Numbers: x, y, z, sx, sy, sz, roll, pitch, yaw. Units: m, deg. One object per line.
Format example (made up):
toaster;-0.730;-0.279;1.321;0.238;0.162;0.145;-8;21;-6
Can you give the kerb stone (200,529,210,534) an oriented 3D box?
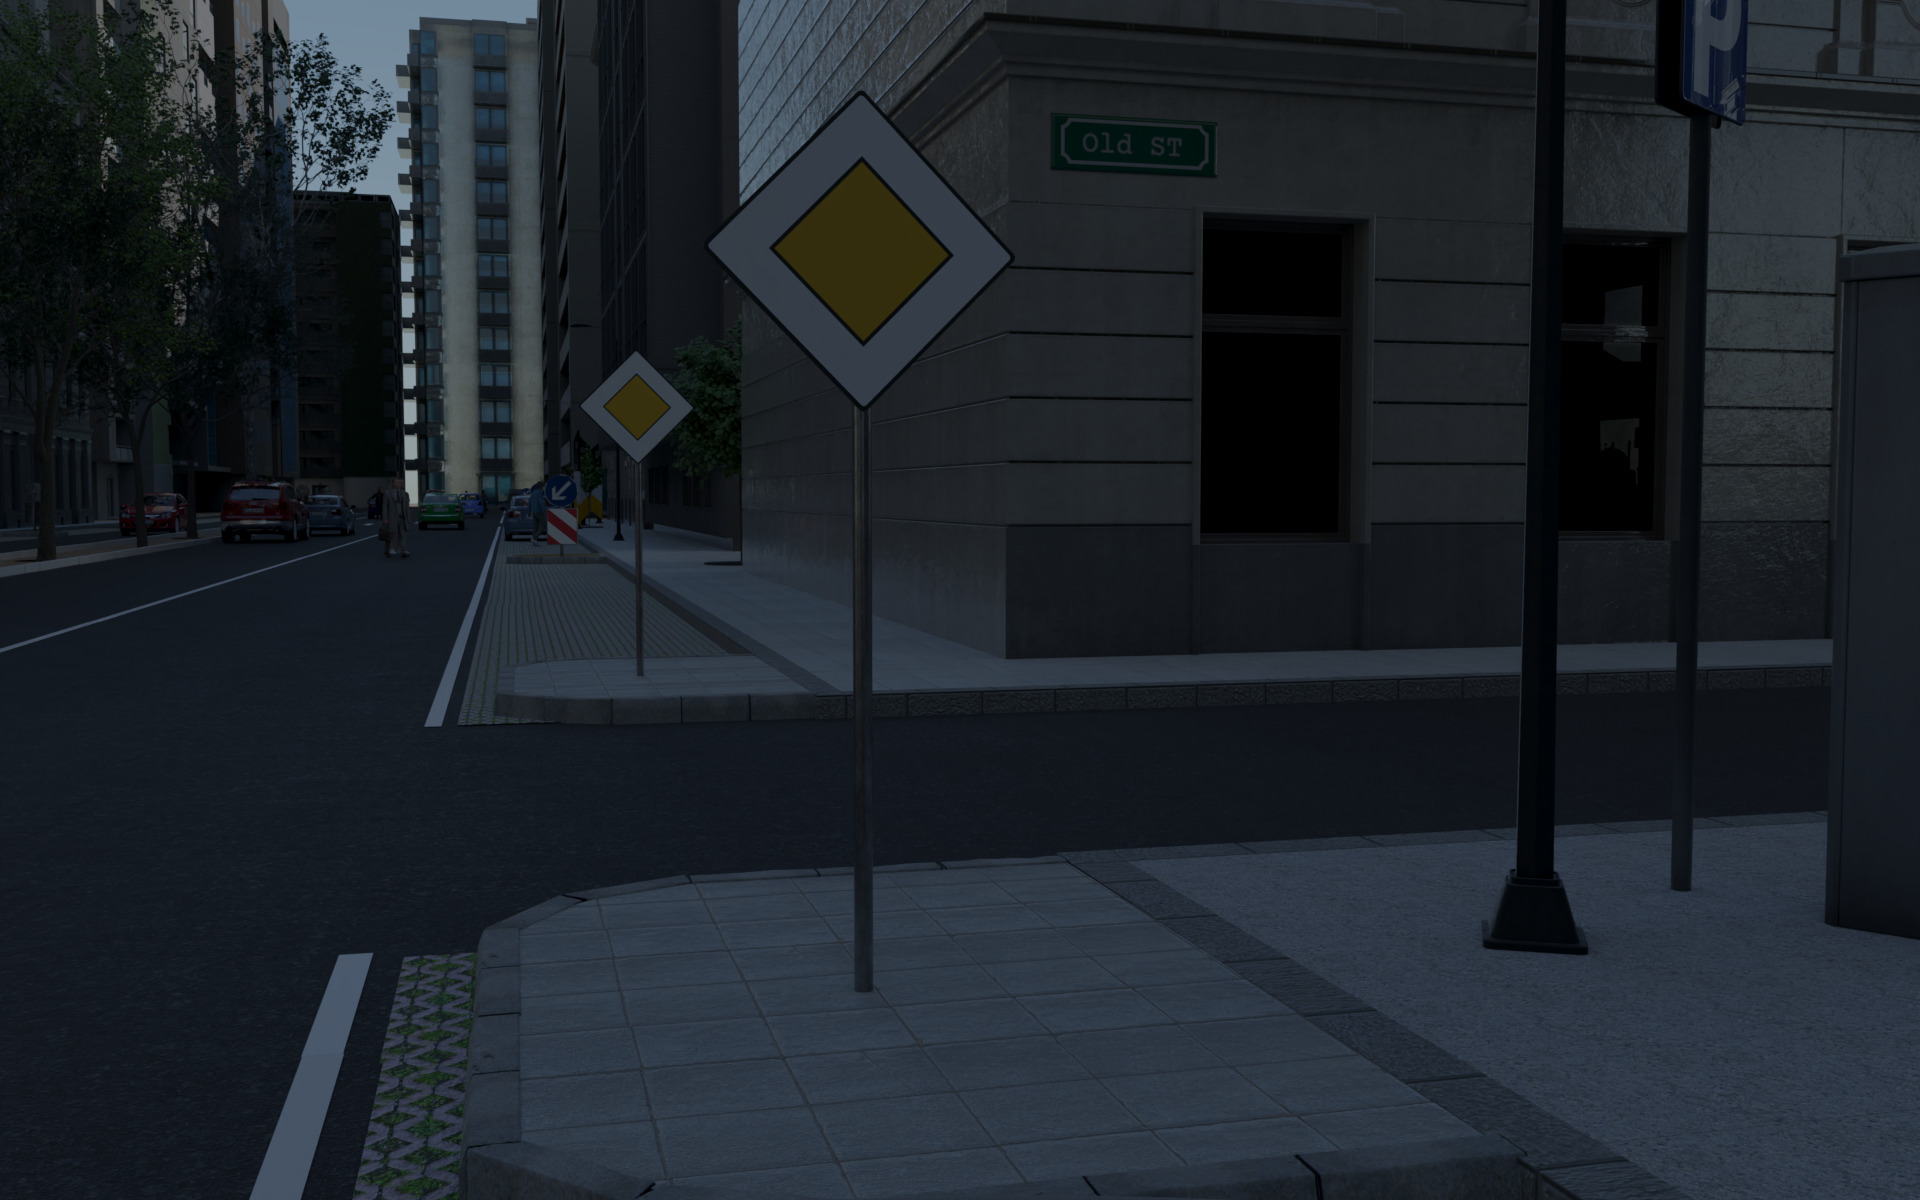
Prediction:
kerb stone;-27.068;-2.425;61.945;0.120;0.150;1.000;-1;4;-14

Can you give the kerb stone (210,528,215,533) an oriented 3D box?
kerb stone;-27.318;-2.492;62.936;0.120;0.150;1.000;-1;4;-14

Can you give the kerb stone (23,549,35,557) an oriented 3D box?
kerb stone;-21.147;-1.036;39.128;0.120;0.150;1.000;-1;4;-14

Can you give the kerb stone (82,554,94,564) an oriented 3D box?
kerb stone;-18.077;-0.825;35.677;0.120;0.150;1.000;-1;4;-14

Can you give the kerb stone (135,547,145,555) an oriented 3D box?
kerb stone;-19.366;-1.128;40.645;0.120;0.150;1.000;-1;4;-14

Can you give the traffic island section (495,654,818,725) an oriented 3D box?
traffic island section;-2.236;0.615;12.228;2.009;0.180;2.903;-1;4;-14

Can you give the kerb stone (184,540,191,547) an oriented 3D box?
kerb stone;-20.910;-1.490;46.616;0.120;0.150;1.000;-1;4;-14

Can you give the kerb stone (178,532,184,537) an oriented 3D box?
kerb stone;-25.776;-2.125;56.978;0.120;0.150;1.000;-1;4;-14

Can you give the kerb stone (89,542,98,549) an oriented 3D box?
kerb stone;-22.688;-1.391;45.075;0.120;0.150;1.000;-1;4;-14

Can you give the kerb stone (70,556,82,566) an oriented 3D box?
kerb stone;-17.829;-0.764;34.685;0.120;0.150;1.000;-1;4;-14

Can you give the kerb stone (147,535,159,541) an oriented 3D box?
kerb stone;-24.741;-1.883;53.001;0.120;0.150;1.000;-1;4;-14

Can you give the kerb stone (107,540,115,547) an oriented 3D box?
kerb stone;-23.201;-1.521;47.062;0.120;0.150;1.000;-1;4;-14

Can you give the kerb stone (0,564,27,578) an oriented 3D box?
kerb stone;-16.796;-0.522;30.725;0.120;0.150;1.000;-1;4;-14

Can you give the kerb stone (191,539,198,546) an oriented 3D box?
kerb stone;-21.168;-1.552;47.605;0.120;0.150;1.000;-1;4;-14

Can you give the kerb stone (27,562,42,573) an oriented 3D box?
kerb stone;-17.053;-0.582;31.718;0.120;0.150;1.000;-1;4;-14

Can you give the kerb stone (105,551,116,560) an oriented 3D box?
kerb stone;-18.590;-0.944;37.667;0.120;0.150;1.000;-1;4;-14

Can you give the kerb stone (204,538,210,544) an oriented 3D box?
kerb stone;-21.690;-1.675;49.583;0.120;0.150;1.000;-1;4;-14

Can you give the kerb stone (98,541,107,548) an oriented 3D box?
kerb stone;-22.943;-1.453;46.073;0.120;0.150;1.000;-1;4;-14

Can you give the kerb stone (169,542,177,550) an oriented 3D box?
kerb stone;-20.406;-1.371;44.618;0.120;0.150;1.000;-1;4;-14

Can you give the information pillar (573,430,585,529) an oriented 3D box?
information pillar;-14.004;-4.405;63.373;0.183;3.616;0.504;-2;4;-31

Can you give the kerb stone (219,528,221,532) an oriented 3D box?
kerb stone;-27.830;-2.614;64.929;0.120;0.150;1.000;-1;4;-14

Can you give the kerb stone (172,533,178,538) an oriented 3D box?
kerb stone;-25.518;-2.067;55.989;0.120;0.150;1.000;-1;4;-14

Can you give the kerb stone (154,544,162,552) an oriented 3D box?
kerb stone;-19.882;-1.250;42.631;0.120;0.150;1.000;-1;4;-14

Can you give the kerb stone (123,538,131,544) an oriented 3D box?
kerb stone;-23.712;-1.642;49.042;0.120;0.150;1.000;-1;4;-14

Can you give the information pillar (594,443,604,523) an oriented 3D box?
information pillar;-15.883;-5.163;75.768;0.504;3.616;0.183;0;4;3

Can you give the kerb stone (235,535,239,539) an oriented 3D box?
kerb stone;-23.492;-2.100;56.532;0.120;0.150;1.000;-1;4;-14

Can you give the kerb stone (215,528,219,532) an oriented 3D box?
kerb stone;-27.578;-2.552;63.927;0.120;0.150;1.000;-1;4;-14

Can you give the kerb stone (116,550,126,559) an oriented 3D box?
kerb stone;-18.851;-1.004;38.662;0.120;0.150;1.000;-1;4;-14

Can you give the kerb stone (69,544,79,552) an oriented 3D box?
kerb stone;-22.173;-1.276;43.095;0.120;0.150;1.000;-1;4;-14

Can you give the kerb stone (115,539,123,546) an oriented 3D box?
kerb stone;-23.456;-1.581;48.052;0.120;0.150;1.000;-1;4;-14

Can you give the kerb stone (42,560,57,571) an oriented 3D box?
kerb stone;-17.305;-0.643;32.709;0.120;0.150;1.000;-1;4;-14

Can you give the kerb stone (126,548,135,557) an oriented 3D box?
kerb stone;-19.115;-1.068;39.654;0.120;0.150;1.000;-1;4;-14

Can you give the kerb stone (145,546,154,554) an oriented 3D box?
kerb stone;-19.617;-1.189;41.644;0.120;0.150;1.000;-1;4;-14

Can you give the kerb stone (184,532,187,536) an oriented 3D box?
kerb stone;-26.042;-2.188;57.973;0.120;0.150;1.000;-1;4;-14

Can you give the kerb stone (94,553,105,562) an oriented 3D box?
kerb stone;-18.333;-0.883;36.677;0.120;0.150;1.000;-1;4;-14

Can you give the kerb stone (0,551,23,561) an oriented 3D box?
kerb stone;-20.890;-0.972;38.138;0.120;0.150;1.000;-1;4;-14

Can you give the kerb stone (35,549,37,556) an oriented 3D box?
kerb stone;-21.397;-1.096;40.120;0.120;0.150;1.000;-1;4;-14

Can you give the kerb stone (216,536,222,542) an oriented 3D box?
kerb stone;-22.197;-1.791;51.566;0.120;0.150;1.000;-1;4;-14

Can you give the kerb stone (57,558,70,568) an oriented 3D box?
kerb stone;-17.565;-0.704;33.698;0.120;0.150;1.000;-1;4;-14

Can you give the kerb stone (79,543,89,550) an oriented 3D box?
kerb stone;-22.431;-1.339;44.085;0.120;0.150;1.000;-1;4;-14

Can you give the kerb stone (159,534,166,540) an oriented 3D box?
kerb stone;-25.002;-1.943;53.990;0.120;0.150;1.000;-1;4;-14

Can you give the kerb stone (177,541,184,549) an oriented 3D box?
kerb stone;-20.665;-1.432;45.623;0.120;0.150;1.000;-1;4;-14

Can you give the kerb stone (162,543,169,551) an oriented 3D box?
kerb stone;-20.147;-1.311;43.629;0.120;0.150;1.000;-1;4;-14

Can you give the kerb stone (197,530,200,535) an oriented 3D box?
kerb stone;-26.548;-2.310;59.963;0.120;0.150;1.000;-1;4;-14

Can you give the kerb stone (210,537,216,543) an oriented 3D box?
kerb stone;-21.940;-1.736;50.576;0.120;0.150;1.000;-1;4;-14

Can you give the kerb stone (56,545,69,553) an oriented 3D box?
kerb stone;-21.915;-1.217;42.098;0.120;0.150;1.000;-1;4;-14

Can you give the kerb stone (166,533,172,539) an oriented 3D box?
kerb stone;-25.259;-2.006;54.993;0.120;0.150;1.000;-1;4;-14

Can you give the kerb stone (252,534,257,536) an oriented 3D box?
kerb stone;-24.267;-2.278;59.500;0.120;0.150;1.000;-1;4;-14

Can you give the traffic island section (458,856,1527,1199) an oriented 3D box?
traffic island section;-0.231;1.088;4.498;2.009;0.180;2.903;-1;4;-14

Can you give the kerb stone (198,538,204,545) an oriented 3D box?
kerb stone;-21.431;-1.615;48.593;0.120;0.150;1.000;-1;4;-14

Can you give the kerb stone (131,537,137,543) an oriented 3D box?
kerb stone;-23.974;-1.702;50.031;0.120;0.150;1.000;-1;4;-14
